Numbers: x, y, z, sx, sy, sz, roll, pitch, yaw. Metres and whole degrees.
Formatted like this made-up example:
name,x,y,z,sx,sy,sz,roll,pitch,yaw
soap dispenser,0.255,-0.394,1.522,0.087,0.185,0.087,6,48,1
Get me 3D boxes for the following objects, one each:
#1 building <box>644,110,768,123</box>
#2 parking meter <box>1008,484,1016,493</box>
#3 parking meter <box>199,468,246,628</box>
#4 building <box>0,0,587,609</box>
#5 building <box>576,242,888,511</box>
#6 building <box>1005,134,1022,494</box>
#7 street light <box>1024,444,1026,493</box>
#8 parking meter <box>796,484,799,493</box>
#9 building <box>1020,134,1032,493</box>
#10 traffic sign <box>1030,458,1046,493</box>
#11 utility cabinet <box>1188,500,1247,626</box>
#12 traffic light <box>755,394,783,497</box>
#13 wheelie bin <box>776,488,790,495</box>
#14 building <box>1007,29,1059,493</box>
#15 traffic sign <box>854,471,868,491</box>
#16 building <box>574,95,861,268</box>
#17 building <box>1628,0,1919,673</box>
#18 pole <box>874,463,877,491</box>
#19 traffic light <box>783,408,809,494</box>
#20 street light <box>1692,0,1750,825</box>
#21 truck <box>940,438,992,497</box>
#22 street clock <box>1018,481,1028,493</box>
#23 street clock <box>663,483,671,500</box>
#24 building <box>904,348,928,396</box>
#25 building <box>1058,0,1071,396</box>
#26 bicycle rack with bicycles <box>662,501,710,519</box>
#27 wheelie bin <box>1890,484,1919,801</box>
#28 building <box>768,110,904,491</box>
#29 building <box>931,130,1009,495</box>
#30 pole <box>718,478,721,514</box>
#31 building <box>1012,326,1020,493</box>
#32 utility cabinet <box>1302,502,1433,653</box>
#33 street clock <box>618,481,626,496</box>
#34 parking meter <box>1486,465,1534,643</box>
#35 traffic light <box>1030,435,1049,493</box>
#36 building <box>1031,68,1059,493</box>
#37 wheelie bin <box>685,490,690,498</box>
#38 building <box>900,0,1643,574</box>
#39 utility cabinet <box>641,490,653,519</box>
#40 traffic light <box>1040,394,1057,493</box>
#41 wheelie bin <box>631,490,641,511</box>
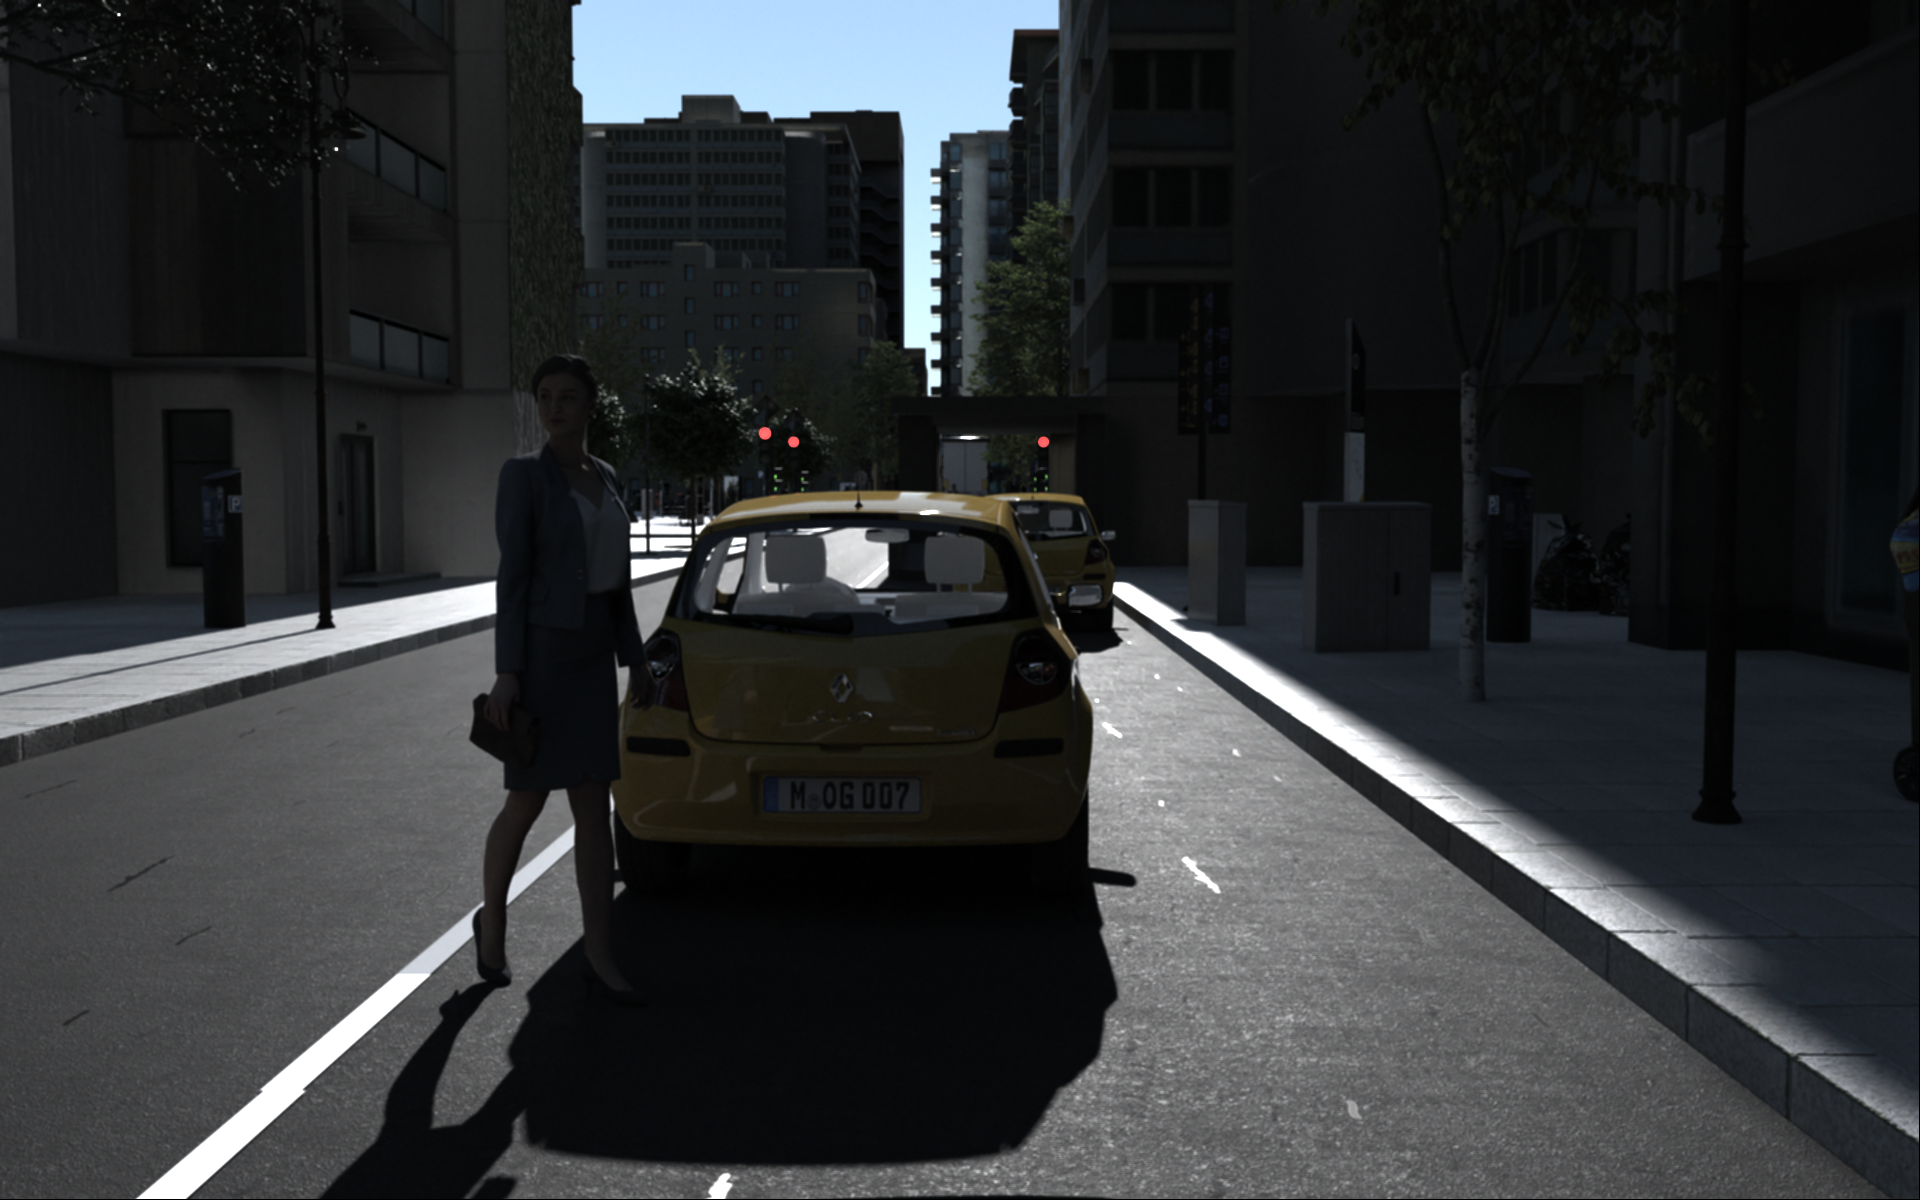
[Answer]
name,x,y,z,sx,sy,sz,roll,pitch,yaw
building,-28.265,-33.587,199.251,14.200,45.320,14.600,0,4,0
parking meter,2.932,-5.649,98.066,0.399,1.863,0.255,-3,4,-39
parking meter,-7.089,-0.505,16.669,0.372,1.533,0.369,0,3,0
building,-13.855,-20.800,23.680,14.154,41.232,14.086,0,4,0
building,-20.626,-18.484,147.245,27.650,21.520,28.899,0,4,0
building,12.230,-31.561,199.610,14.154,41.232,14.086,0,4,0
street light,3.341,-7.140,89.522,0.468,5.910,1.993,0,4,0
parking meter,-6.702,-3.963,70.506,0.255,1.863,0.399,1,4,14
building,12.458,-22.654,142.088,14.160,30.474,14.107,0,4,0
traffic sign,2.843,-3.744,61.328,0.768,2.556,0.104,0,4,4
utility cabinet,2.567,-0.375,17.295,0.306,1.237,1.020,-1,4,-9
traffic light,-5.439,-3.665,48.841,0.839,4.253,0.868,0,4,0
wheelie bin,-8.159,-4.386,79.622,0.693,1.594,0.980,-1,4,-19
building,15.687,-31.121,163.454,22.147,44.769,28.867,0,4,0
traffic sign,-5.369,-5.727,93.736,0.768,2.556,0.104,0,4,6
building,-22.891,-29.431,173.080,32.217,40.220,23.993,0,4,0
building,16.414,-23.202,3.054,21.300,48.544,21.600,0,4,0
pole,-5.528,-7.323,113.566,0.158,3.312,0.155,0,3,0
traffic light,-5.404,-4.153,56.826,0.839,4.253,0.868,0,4,0
street light,2.976,-2.070,6.631,0.468,5.910,1.993,0,4,0
truck,0.322,-6.280,91.588,2.839,4.237,11.283,0,4,1
street clock,3.490,-5.595,96.052,0.471,2.002,0.358,-2,4,-24
street clock,-19.489,-6.762,115.121,0.471,2.002,0.358,1,4,16
building,-19.012,-23.555,230.169,28.899,21.520,27.650,0,4,0
building,12.699,-27.224,95.220,14.600,45.320,14.200,0,4,0
bicycle rack with bicycles,-14.102,-4.728,90.689,2.852,0.926,2.925,3,5,43
wheelie bin,4.333,0.052,7.053,0.980,1.594,0.693,-1,4,-9
building,-13.766,-33.582,199.169,14.200,45.320,14.600,0,4,0
building,11.475,-37.192,227.694,30.456,49.044,23.786,0,4,0
pole,-14.181,-6.619,102.068,0.158,3.312,0.155,0,3,0
building,12.536,-25.300,185.351,14.160,30.474,14.107,0,4,0
utility cabinet,3.338,-0.185,14.189,1.020,1.237,0.306,-1,4,-14
street clock,-18.191,-5.415,93.098,0.471,2.002,0.358,0,4,4
parking meter,4.782,-0.407,15.064,0.372,1.533,0.369,0,3,0
traffic light,2.707,-4.152,56.807,0.839,4.253,0.868,0,4,0
building,12.544,-21.377,121.208,14.160,30.474,14.107,0,4,0
wheelie bin,-20.104,-7.456,129.809,0.693,1.594,0.980,2,4,27
building,14.930,-20.978,34.874,32.217,40.220,23.993,0,4,0
utility cabinet,-15.635,-4.768,86.632,0.318,1.500,1.173,0,4,4
traffic light,2.673,-3.664,48.822,0.839,4.253,0.868,0,4,0
wheelie bin,-24.333,-7.481,130.225,0.980,1.594,0.693,1,4,20
